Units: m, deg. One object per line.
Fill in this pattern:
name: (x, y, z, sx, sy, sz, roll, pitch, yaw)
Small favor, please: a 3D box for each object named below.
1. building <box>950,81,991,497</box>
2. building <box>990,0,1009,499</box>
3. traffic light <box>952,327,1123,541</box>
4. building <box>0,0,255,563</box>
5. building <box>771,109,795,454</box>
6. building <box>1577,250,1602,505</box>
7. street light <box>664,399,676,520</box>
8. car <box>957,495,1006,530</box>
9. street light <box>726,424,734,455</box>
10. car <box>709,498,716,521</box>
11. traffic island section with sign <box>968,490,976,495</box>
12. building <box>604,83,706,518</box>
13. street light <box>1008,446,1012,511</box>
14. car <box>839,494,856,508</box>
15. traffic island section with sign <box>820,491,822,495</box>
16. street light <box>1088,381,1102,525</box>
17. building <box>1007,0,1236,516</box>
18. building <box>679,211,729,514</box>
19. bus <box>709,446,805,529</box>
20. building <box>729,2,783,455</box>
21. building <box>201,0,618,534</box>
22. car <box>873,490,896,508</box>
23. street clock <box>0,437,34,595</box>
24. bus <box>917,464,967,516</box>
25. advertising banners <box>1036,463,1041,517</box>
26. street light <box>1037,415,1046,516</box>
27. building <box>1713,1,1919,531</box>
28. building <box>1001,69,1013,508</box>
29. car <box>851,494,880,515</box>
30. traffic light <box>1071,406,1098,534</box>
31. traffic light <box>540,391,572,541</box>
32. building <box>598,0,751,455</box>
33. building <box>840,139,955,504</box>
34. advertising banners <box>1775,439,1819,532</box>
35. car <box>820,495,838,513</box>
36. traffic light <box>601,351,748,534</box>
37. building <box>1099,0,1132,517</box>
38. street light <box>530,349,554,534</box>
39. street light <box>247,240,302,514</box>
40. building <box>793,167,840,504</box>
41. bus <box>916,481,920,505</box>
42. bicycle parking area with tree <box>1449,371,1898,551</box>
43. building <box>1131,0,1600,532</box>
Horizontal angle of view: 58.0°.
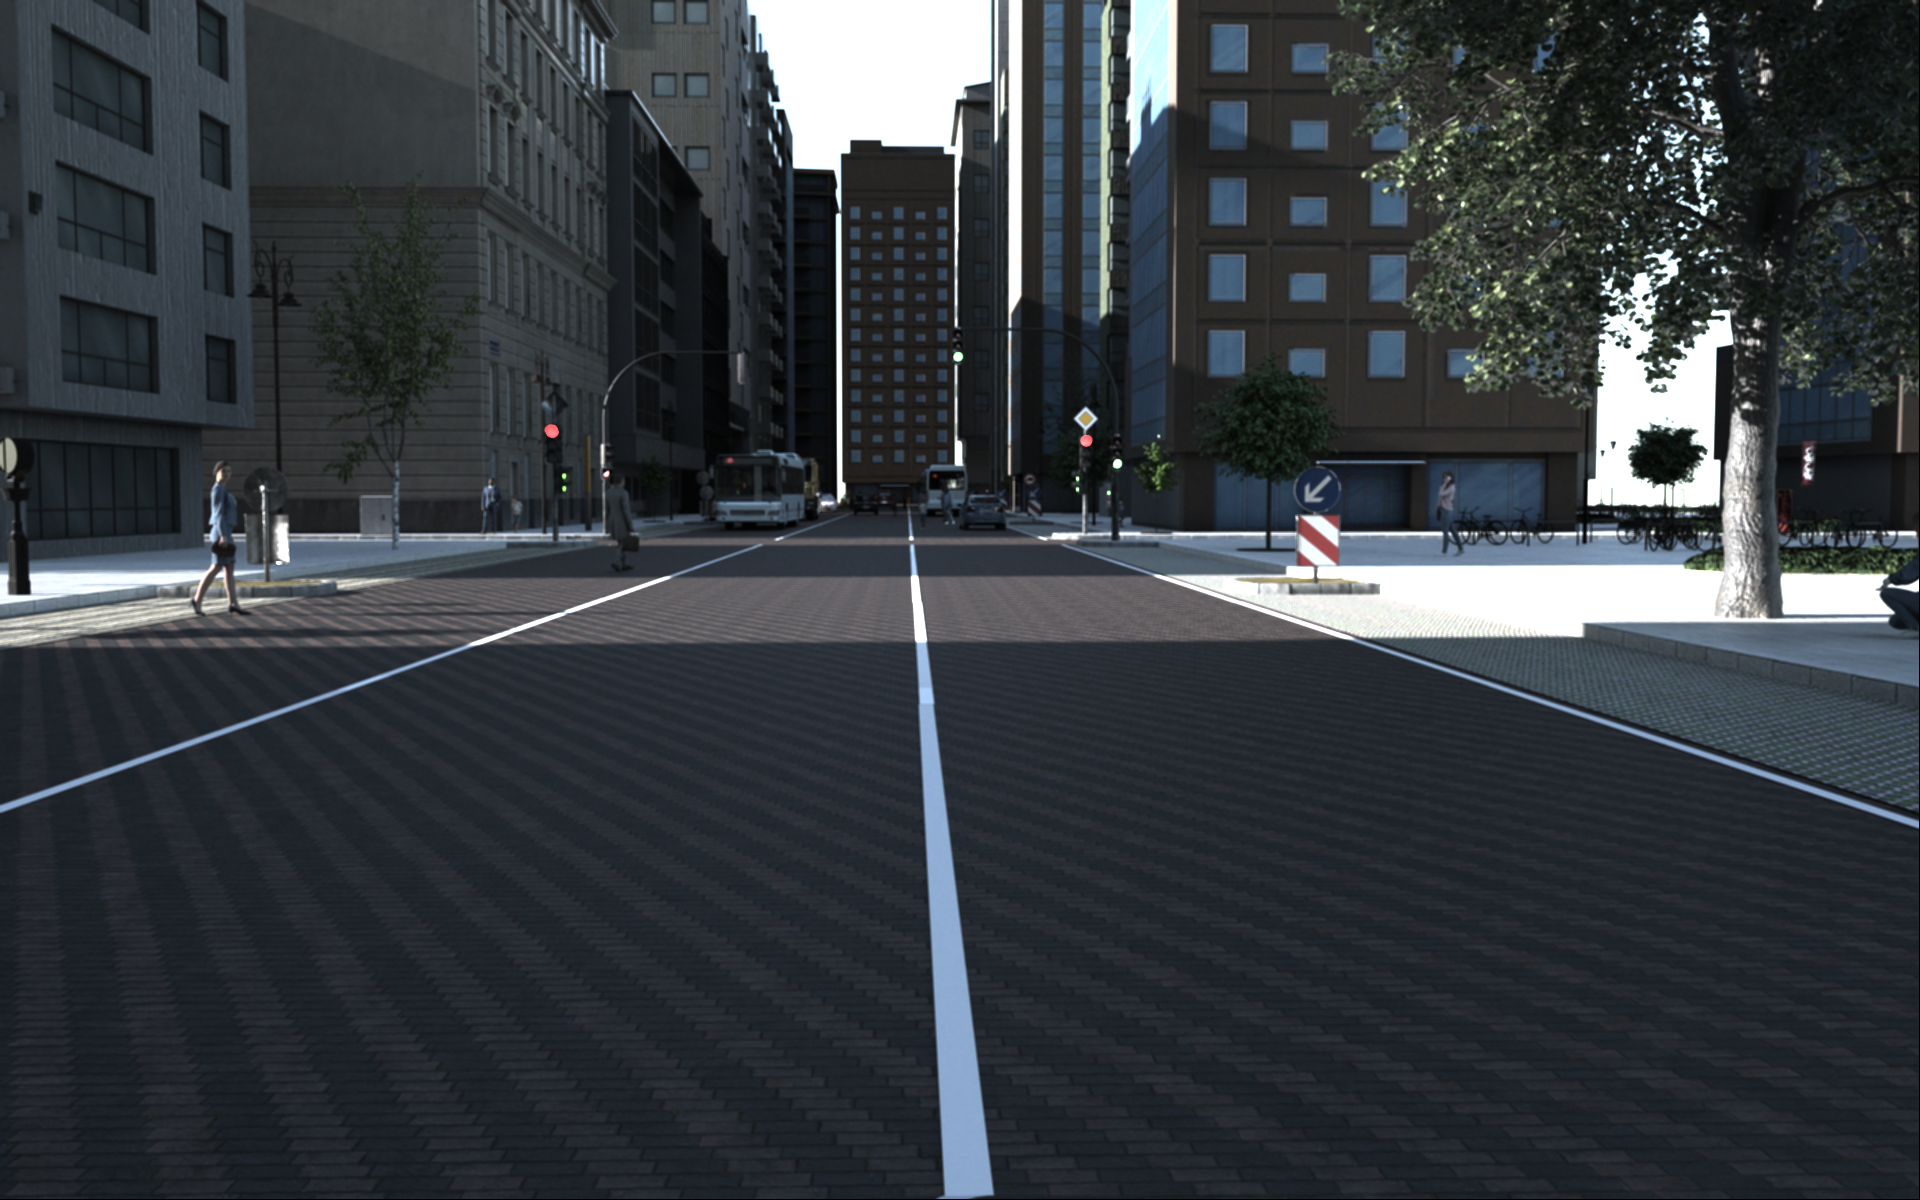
building: (12.756, -39.148, 229.310, 27.495, 52.752, 28.713, 0, 4, -2)
building: (13.843, -39.699, 191.081, 21.231, 58.520, 28.212, 0, 4, -2)
traffic light: (2.159, -4.447, 47.382, 4.771, 5.953, 1.251, 0, 4, -2)
building: (-24.071, -16.254, 37.449, 14.107, 30.474, 14.160, 0, 4, -2)
building: (-26.474, -33.480, 197.515, 14.200, 45.320, 14.600, 0, 4, -2)
building: (64.445, -26.222, 200.432, 14.107, 30.474, 14.160, 0, 4, -2)
street light: (-14.116, -6.834, 84.527, 0.468, 5.910, 1.993, 0, 4, -2)
car: (0.903, -3.574, 70.439, 2.014, 1.417, 4.499, 0, 4, -3)
street light: (-15.129, -8.629, 113.871, 0.468, 5.910, 1.993, 0, 4, -2)
car: (-12.301, -4.976, 91.579, 2.015, 1.641, 3.980, 0, 4, -3)
traffic island section with sign: (0.955, -9.119, 157.723, 1.989, 1.847, 2.006, 0, 4, -2)
building: (-22.892, -16.890, 95.219, 14.314, 24.678, 30.058, 0, 4, -2)
street light: (3.819, -9.622, 130.112, 0.468, 5.910, 1.993, 0, 4, -2)
car: (-11.517, -10.304, 178.693, 2.015, 1.641, 3.980, 0, 4, -4)
traffic island section with sign: (-14.873, -10.726, 184.003, 1.989, 1.847, 2.006, 0, 4, -2)
street light: (5.502, -6.005, 70.967, 0.468, 5.910, 1.993, 0, 4, -2)
building: (10.794, -28.942, 123.306, 14.600, 45.320, 14.200, 0, 4, -2)
building: (-22.806, -17.662, 118.455, 12.332, 23.373, 15.834, 0, 4, -2)
bus: (-8.333, -4.776, 72.950, 2.948, 3.499, 13.247, 0, 4, -1)
building: (-29.422, -33.803, 172.282, 23.786, 49.044, 30.456, 0, 4, -2)
building: (-21.526, -16.537, 67.636, 12.463, 27.353, 25.104, 0, 4, -2)
car: (-7.613, -10.139, 174.452, 2.281, 1.827, 5.304, 0, 4, -2)
street clock: (-11.984, -1.067, 22.010, 0.471, 2.002, 0.358, 2, 4, 31)
bus: (-1.215, -7.398, 115.813, 2.948, 3.499, 13.247, 0, 4, -3)
advertising banners: (4.389, -6.164, 96.965, 0.090, 3.025, 2.074, 1, 4, 10)
street light: (4.741, -7.845, 101.051, 0.468, 5.910, 1.993, 0, 4, -2)
building: (38.917, -25.365, 64.837, 14.200, 45.320, 14.600, 0, 4, -2)
building: (10.936, -29.774, 170.402, 14.154, 41.232, 14.086, 0, 4, -2)
car: (-6.518, -6.723, 119.709, 2.009, 1.686, 4.222, 0, 4, -4)
traffic light: (4.005, -4.076, 55.568, 0.839, 4.253, 0.868, 0, 4, -2)
traffic light: (-11.006, -3.559, 47.110, 0.839, 4.253, 0.868, 0, 4, -2)
building: (-31.762, -33.845, 142.610, 28.713, 52.752, 27.495, 0, 4, -2)
building: (-7.873, -34.979, 222.015, 14.200, 45.320, 14.600, 0, 4, -2)
advertising banners: (26.473, -3.636, 55.637, 2.074, 3.025, 0.090, 0, 4, 4)
car: (-10.481, -7.479, 134.646, 2.083, 1.381, 4.827, 0, 4, -3)
traffic light: (-9.160, -4.925, 55.189, 4.771, 5.953, 1.251, 0, 4, -2)
building: (15.007, -20.187, 101.764, 14.160, 30.474, 14.107, 0, 4, -2)
street light: (-13.336, -5.052, 55.394, 0.468, 5.910, 1.993, 0, 4, -2)
street light: (-12.518, -3.608, 31.771, 0.468, 5.910, 1.993, 0, 4, -2)
building: (-30.236, -34.899, 225.225, 28.867, 44.769, 22.147, 0, 4, -2)
bus: (-3.276, -12.085, 192.448, 2.948, 3.499, 13.247, 0, 4, -3)
bicycle parking area with tree: (17.253, -3.380, 42.271, 9.016, 4.147, 8.231, -1, 4, -16)
building: (14.041, -25.303, 63.813, 14.200, 45.320, 14.600, 0, 4, -2)
